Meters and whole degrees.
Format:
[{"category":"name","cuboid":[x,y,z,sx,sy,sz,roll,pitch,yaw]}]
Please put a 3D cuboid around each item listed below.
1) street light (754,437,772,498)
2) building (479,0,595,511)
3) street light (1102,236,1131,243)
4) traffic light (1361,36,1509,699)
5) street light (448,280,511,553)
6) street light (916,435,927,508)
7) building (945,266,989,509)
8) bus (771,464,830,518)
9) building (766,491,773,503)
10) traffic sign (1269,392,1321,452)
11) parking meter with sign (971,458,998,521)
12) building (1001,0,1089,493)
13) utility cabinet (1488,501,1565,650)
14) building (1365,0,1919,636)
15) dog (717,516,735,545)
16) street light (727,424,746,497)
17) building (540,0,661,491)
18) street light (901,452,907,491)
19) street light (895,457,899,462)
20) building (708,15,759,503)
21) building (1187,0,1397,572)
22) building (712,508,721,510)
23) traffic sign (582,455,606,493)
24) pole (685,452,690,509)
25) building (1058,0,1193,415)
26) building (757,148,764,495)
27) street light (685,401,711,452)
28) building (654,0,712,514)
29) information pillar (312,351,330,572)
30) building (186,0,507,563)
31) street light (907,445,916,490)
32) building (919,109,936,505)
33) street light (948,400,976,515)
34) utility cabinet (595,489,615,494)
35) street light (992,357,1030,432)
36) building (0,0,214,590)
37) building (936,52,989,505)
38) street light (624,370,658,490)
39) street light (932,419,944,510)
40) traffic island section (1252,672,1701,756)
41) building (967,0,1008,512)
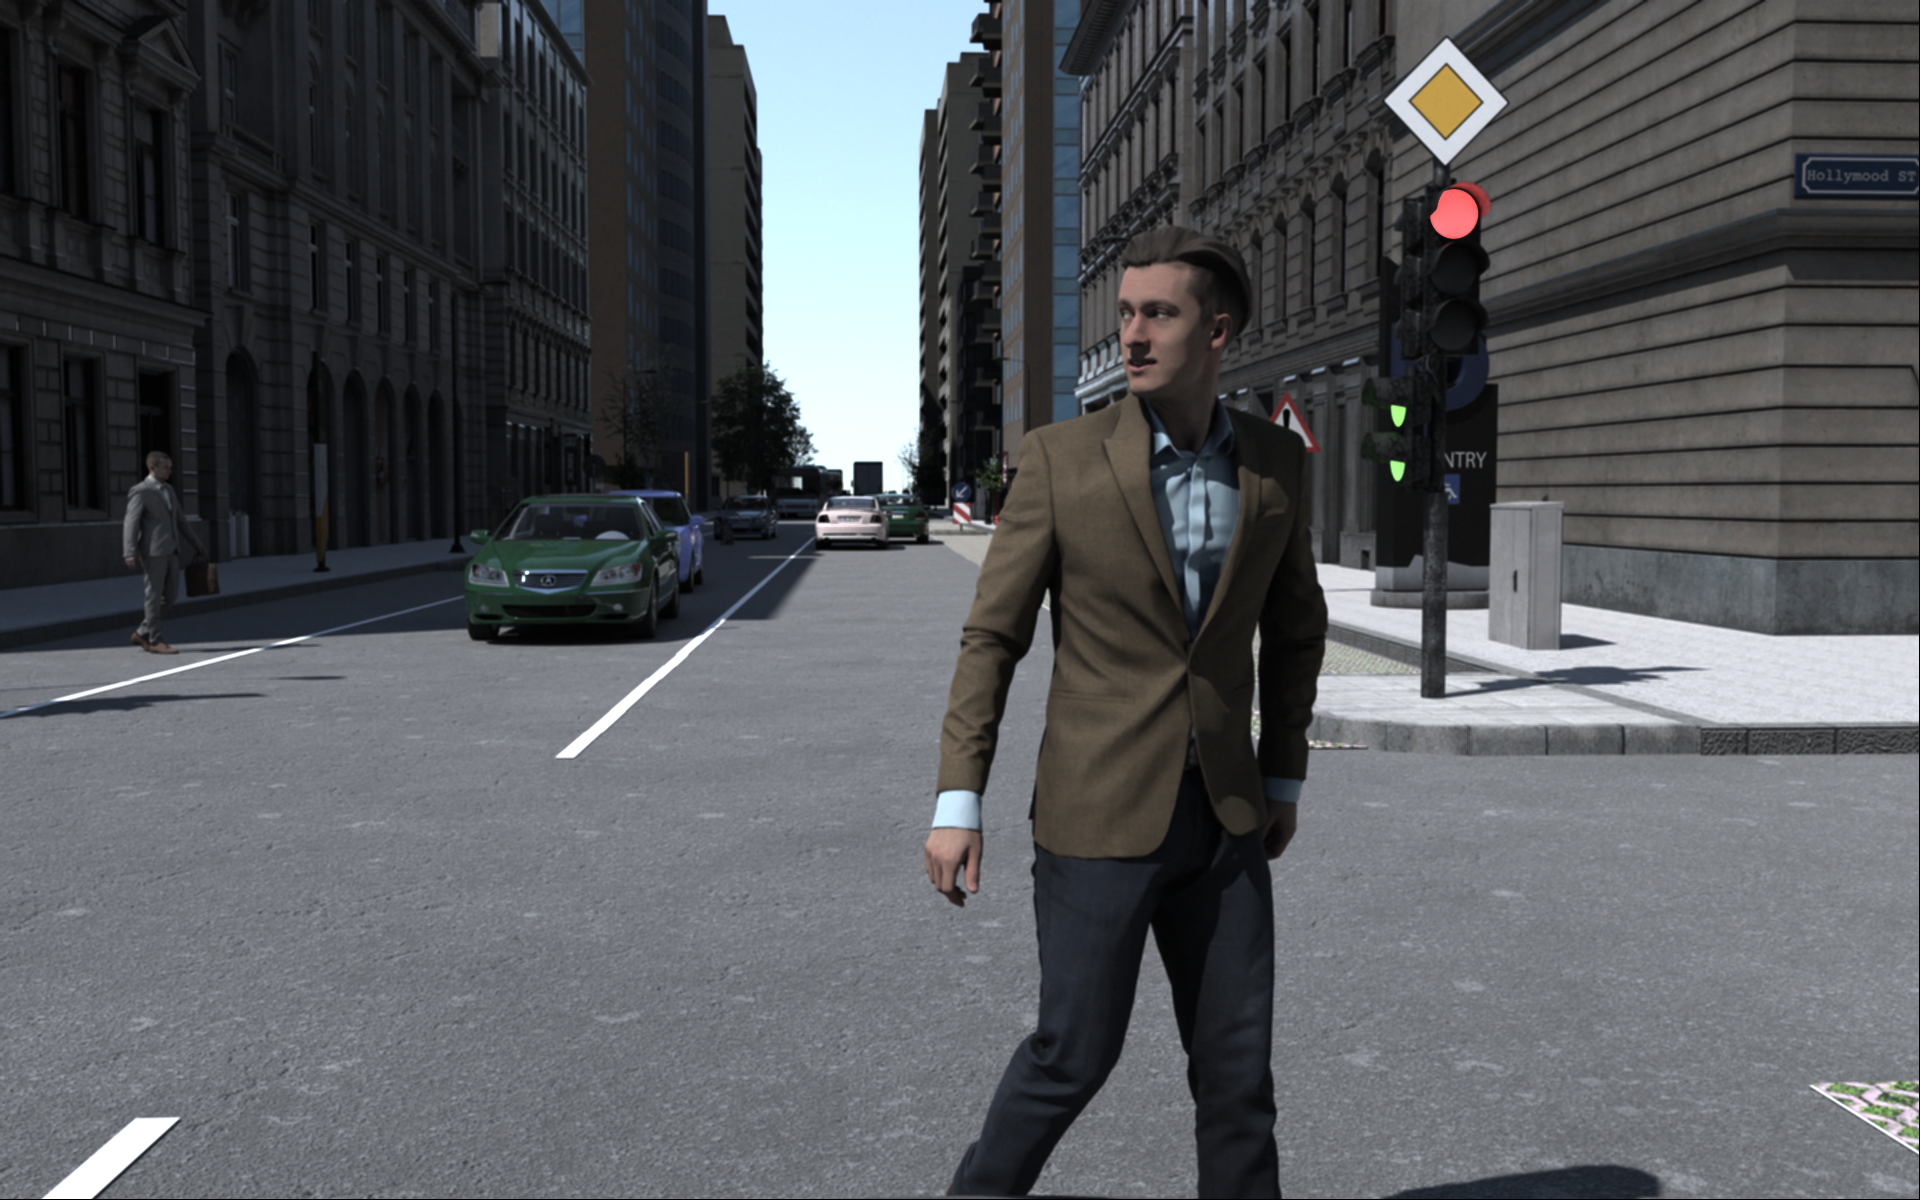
[{"category":"street light","cuboid":[-16.307,-10.373,142.139,1.470,5.913,1.316,0,4,-3]},{"category":"building","cuboid":[-19.762,-13.142,64.014,9.793,20.994,18.267,0,4,-3]},{"category":"street light","cuboid":[3.244,-3.597,31.353,1.470,5.913,1.316,0,4,-3]},{"category":"traffic light","cuboid":[2.965,-1.339,10.811,0.839,4.253,0.868,0,4,-3]},{"category":"street light","cuboid":[-10.440,-3.984,37.675,1.470,5.913,1.316,0,4,-3]},{"category":"street light","cuboid":[-2.455,-9.949,135.206,1.470,5.913,1.316,0,4,-3]},{"category":"building","cuboid":[13.235,-18.447,146.644,27.650,21.520,28.899,0,4,-3]},{"category":"bus","cuboid":[-9.566,-6.784,105.776,2.948,3.499,13.247,0,4,-2]},{"category":"building","cuboid":[-39.755,-32.145,217.453,32.217,40.220,23.993,0,4,-3]},{"category":"traffic sign","cuboid":[4.159,-1.354,22.141,0.884,2.594,0.081,0,4,3]},{"category":"parking meter with sign","cuboid":[1.140,-5.374,84.132,0.543,3.016,1.738,-2,4,-33]},{"category":"building","cuboid":[9.738,-27.202,94.865,14.600,45.320,14.200,0,4,-3]},{"category":"utility cabinet","cuboid":[4.786,-0.217,14.702,0.306,1.237,1.020,0,4,-1]},{"category":"building","cuboid":[23.976,-12.349,20.986,34.723,24.649,14.460,0,4,-3]},{"category":"dog","cuboid":[-6.609,-1.952,48.760,0.513,0.831,0.800,0,4,-6]},{"category":"street light","cuboid":[-14.854,-8.701,114.801,1.470,5.913,1.316,0,4,-3]},{"category":"building","cuboid":[-23.708,-26.974,91.132,14.600,45.320,14.200,0,4,-3]},{"category":"street light","cuboid":[-5.566,-13.332,190.517,1.470,5.913,1.316,0,4,-3]},{"category":"street light","cuboid":[-7.066,-15.002,217.815,1.470,5.913,1.316,0,4,-3]},{"category":"building","cuboid":[-32.311,-34.020,179.927,21.300,48.544,21.600,0,4,-3]},{"category":"building","cuboid":[11.056,-11.441,36.204,9.793,20.994,18.267,0,4,-3]},{"category":"building","cuboid":[-35.840,-27.304,138.305,32.217,40.220,23.993,0,4,-3]},{"category":"traffic sign","cuboid":[-11.770,-3.402,55.731,0.768,2.556,0.104,0,4,3]},{"category":"pole","cuboid":[-13.181,-5.503,83.815,0.158,3.312,0.155,0,3,0]},{"category":"building","cuboid":[9.145,-13.133,65.634,10.553,20.767,40.483,0,4,-3]},{"category":"building","cuboid":[-29.971,-31.486,198.397,14.154,41.232,14.086,0,4,-3]},{"category":"street light","cuboid":[-13.113,-6.968,86.468,1.470,5.913,1.316,0,4,-3]},{"category":"building","cuboid":[-28.070,-34.868,112.084,21.231,58.520,28.212,0,4,-3]},{"category":"information pillar","cuboid":[-10.574,-2.281,28.642,0.183,3.616,0.504,0,4,-6]},{"category":"building","cuboid":[-20.214,-12.278,42.551,13.314,21.916,24.055,0,4,-3]},{"category":"street light","cuboid":[-4.018,-11.610,162.361,1.470,5.913,1.316,0,4,-3]},{"category":"building","cuboid":[6.063,-35.819,209.345,21.300,48.544,21.600,0,4,-3]},{"category":"street light","cuboid":[0.198,-6.935,85.920,1.470,5.913,1.316,0,4,-3]},{"category":"utility cabinet","cuboid":[-14.731,-3.868,71.919,0.318,1.500,1.173,1,4,18]},{"category":"street light","cuboid":[1.789,-5.274,58.766,1.470,5.913,1.316,0,4,-3]},{"category":"building","cuboid":[-17.372,-9.536,20.549,10.561,19.102,19.286,0,4,-3]},{"category":"building","cuboid":[8.748,-34.508,187.901,21.300,48.544,21.600,0,4,-3]},{"category":"street light","cuboid":[-11.986,-5.645,64.832,1.470,5.913,1.316,0,4,-3]},{"category":"street light","cuboid":[-0.959,-8.254,107.501,1.470,5.913,1.316,0,4,-3]},{"category":"traffic island section","cuboid":[3.005,0.694,10.927,2.009,0.180,2.903,0,4,-3]},{"category":"building","cuboid":[12.027,-28.251,116.536,22.147,44.769,28.867,0,4,-3]}]
